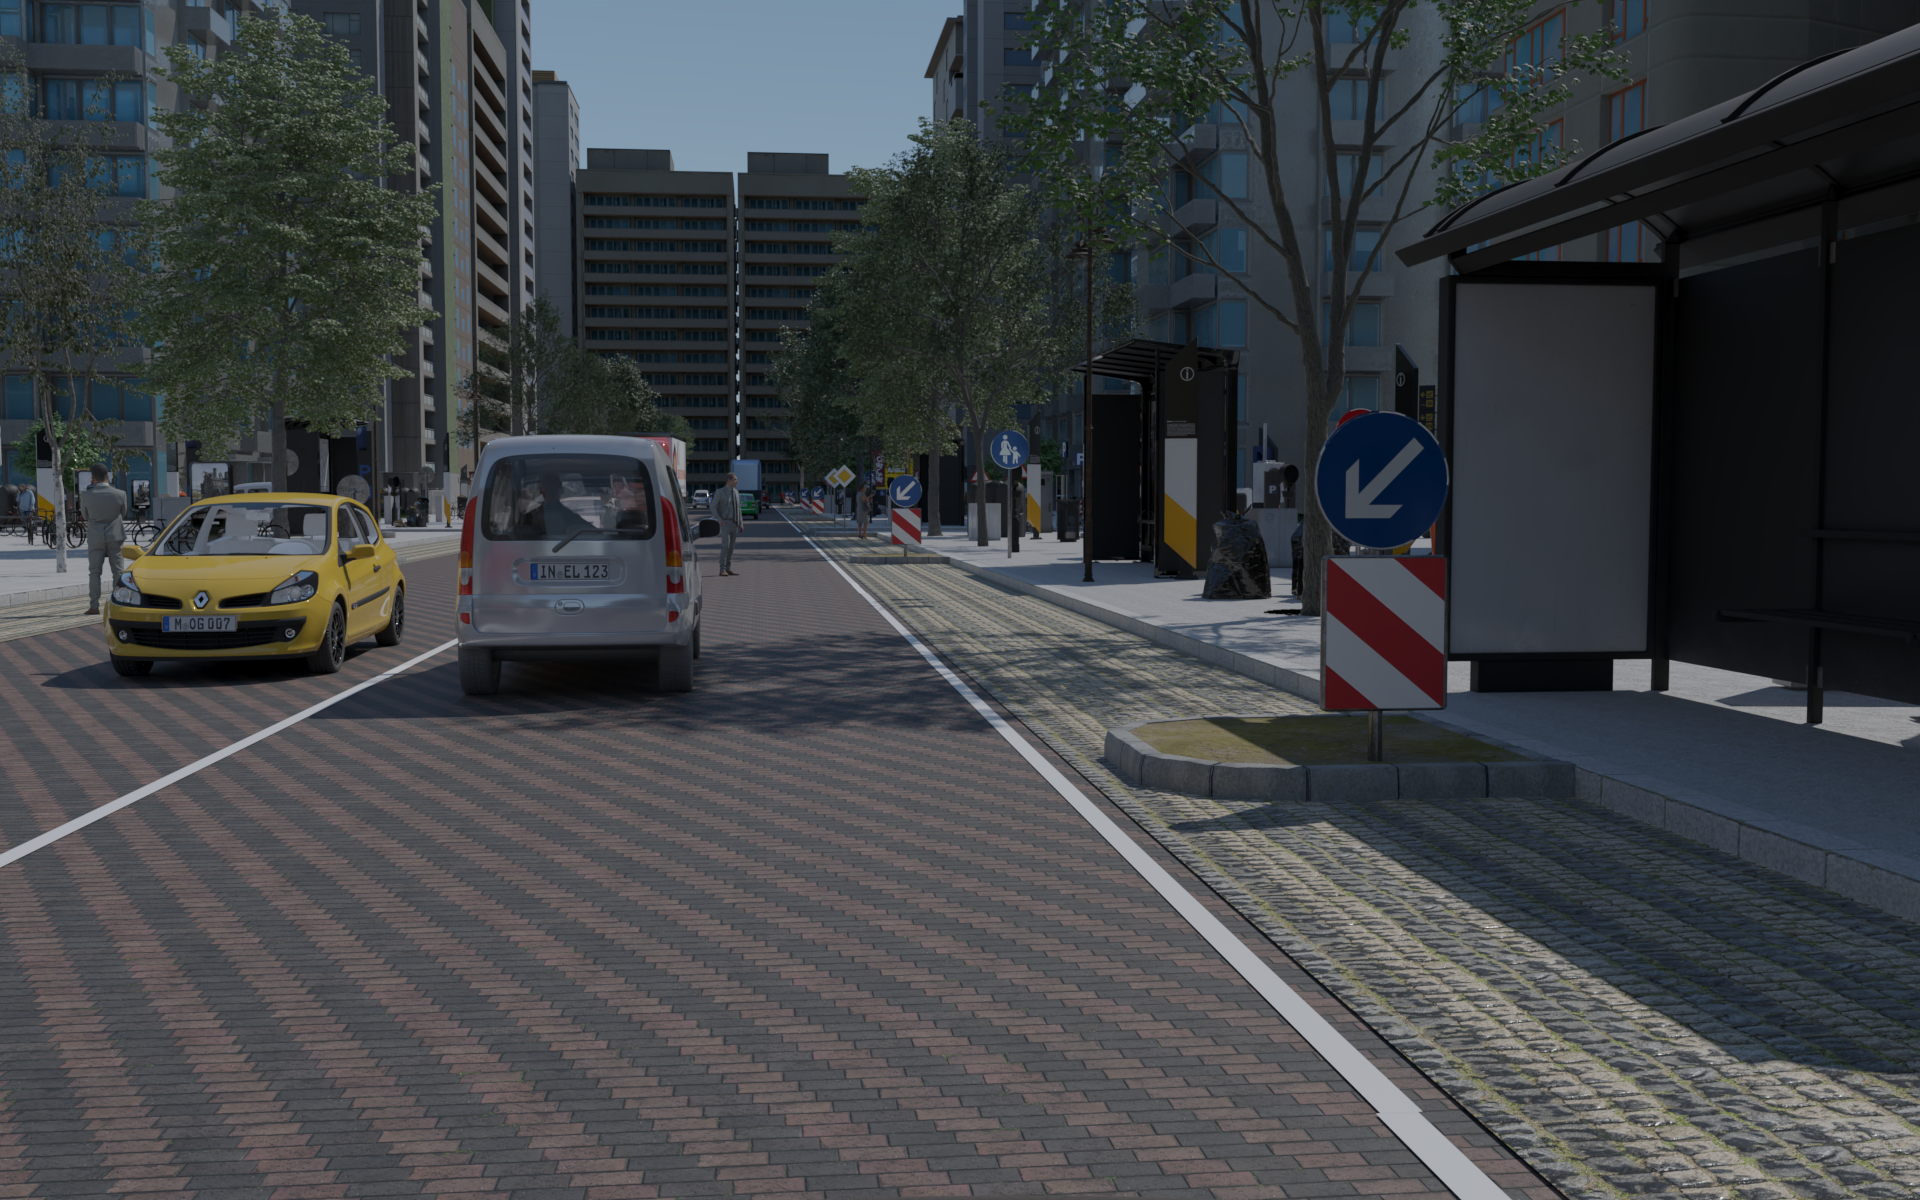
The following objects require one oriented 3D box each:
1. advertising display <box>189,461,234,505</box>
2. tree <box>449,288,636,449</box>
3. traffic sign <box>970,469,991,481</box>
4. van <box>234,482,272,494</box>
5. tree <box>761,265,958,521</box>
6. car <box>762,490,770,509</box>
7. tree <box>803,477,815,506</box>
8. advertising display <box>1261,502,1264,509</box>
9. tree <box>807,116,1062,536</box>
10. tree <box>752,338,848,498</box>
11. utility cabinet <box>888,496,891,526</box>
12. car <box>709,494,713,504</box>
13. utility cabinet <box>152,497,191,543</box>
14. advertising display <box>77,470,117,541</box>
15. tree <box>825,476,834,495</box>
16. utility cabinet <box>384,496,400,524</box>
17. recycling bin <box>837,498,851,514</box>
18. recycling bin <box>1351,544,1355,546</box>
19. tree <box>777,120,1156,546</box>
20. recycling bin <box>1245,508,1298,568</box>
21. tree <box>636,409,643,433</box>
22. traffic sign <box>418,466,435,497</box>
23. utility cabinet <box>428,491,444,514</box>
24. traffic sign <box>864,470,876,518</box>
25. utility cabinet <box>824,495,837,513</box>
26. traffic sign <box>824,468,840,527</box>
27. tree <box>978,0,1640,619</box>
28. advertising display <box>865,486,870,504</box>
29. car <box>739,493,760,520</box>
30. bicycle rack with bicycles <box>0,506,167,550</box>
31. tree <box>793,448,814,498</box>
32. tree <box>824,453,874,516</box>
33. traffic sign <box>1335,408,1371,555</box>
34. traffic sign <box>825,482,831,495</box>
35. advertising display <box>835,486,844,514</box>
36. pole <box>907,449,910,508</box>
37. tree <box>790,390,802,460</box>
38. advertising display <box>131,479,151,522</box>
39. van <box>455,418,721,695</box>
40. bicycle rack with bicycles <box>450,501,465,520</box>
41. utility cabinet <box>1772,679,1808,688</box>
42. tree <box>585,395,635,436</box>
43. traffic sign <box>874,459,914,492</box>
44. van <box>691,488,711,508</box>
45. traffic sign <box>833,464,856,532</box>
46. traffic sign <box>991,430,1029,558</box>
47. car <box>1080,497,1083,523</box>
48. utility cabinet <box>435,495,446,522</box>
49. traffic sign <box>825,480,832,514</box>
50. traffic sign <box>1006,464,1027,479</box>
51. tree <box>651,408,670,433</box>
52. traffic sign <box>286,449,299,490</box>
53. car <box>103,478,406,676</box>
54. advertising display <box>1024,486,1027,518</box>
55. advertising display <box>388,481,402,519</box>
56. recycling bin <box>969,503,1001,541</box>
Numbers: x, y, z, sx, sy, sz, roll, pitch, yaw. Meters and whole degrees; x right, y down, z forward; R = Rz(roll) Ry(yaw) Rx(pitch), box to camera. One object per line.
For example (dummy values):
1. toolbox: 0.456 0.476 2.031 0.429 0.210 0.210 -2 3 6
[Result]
1. advertising display: -14.812 -1.780 34.315 0.974 1.923 0.123 1 4 19
2. tree: -19.457 -8.781 77.984 7.601 10.594 8.767 0 4 1
3. traffic sign: 0.855 -4.458 72.890 0.884 2.594 0.081 0 4 0
4. van: -24.795 -3.242 60.022 4.112 2.044 2.013 0 4 -7
5. tree: -4.869 -10.227 84.217 9.611 12.733 9.660 0 3 0
6. car: -19.258 -9.591 165.480 2.281 1.827 5.304 0 4 -6
7. tree: -16.292 -11.783 187.253 1.663 3.219 1.824 0 3 0
8. advertising display: 10.373 -3.243 58.234 0.123 1.923 0.974 2 4 33
9. tree: -0.652 -8.201 52.208 7.486 12.596 7.792 0 3 0
10. tree: -18.258 -21.371 205.297 12.611 20.169 13.585 0 3 0
11. utility cabinet: -2.691 -3.610 70.187 0.306 1.237 1.020 -1 4 -13
12. car: -30.027 -12.377 211.946 1.945 1.707 3.694 0 4 -8
13. utility cabinet: -17.568 -1.693 38.849 0.306 1.237 1.020 2 4 26
14. advertising display: -23.588 -2.580 47.392 0.974 1.923 0.123 -2 4 -25
15. tree: -10.050 -11.290 134.959 4.360 8.622 3.978 0 3 0
16. utility cabinet: -24.216 -3.832 73.817 0.306 1.237 1.020 0 4 4
17. recycling bin: -7.676 -6.247 114.686 0.722 1.027 0.722 3 5 44
18. recycling bin: 10.067 -1.881 43.303 0.722 1.027 0.722 -1 4 -14
19. tree: 0.625 -6.617 42.604 8.767 10.594 7.601 0 4 6
20. recycling bin: 5.440 -1.087 30.323 0.722 1.027 0.722 -1 4 -14
21. tree: -23.203 -10.561 107.078 8.767 10.594 7.601 2 4 24
22. traffic sign: -24.423 -4.842 79.269 0.768 2.556 0.104 0 4 2
23. utility cabinet: -32.511 -6.058 107.719 0.318 1.500 1.173 2 4 28
24. traffic sign: -4.713 -5.649 92.472 0.768 2.556 0.104 0 4 3
25. utility cabinet: -8.636 -6.463 116.838 1.020 1.237 0.306 0 4 8
26. traffic sign: -4.817 -3.843 66.480 0.795 2.450 0.064 0 4 -7
27. tree: 3.827 -5.652 18.168 9.928 11.665 9.643 0 3 0
28. advertising display: -5.679 -6.264 107.628 0.974 1.923 0.123 0 4 3
29. car: -12.313 -5.458 98.036 1.959 1.807 4.718 0 4 -6
30. bicycle rack with bicycles: -20.374 -1.691 41.025 2.852 0.926 2.925 1 4 21
31. tree: -15.932 -14.245 183.266 4.737 8.622 4.395 0 3 0
32. tree: -6.334 -7.229 101.900 4.285 4.588 4.351 0 3 0
33. traffic sign: 5.947 -1.573 25.826 0.768 2.556 0.104 0 4 -2
34. traffic sign: -10.413 -8.496 139.019 0.768 2.556 0.104 0 4 -6
35. advertising display: -7.621 -6.404 109.913 0.123 1.923 0.974 2 4 27
36. pole: -2.339 -5.141 77.897 0.158 3.312 0.155 0 3 0
37. tree: -8.798 -12.780 127.083 7.486 12.596 7.792 0 3 0
38. advertising display: -36.247 -4.369 76.650 0.123 1.923 0.974 1 4 19
39. van: -2.927 -0.416 13.809 2.013 2.044 4.112 0 4 -7
40. bicycle rack with bicycles: -24.064 -4.391 85.168 2.852 0.926 2.925 1 4 11
41. utility cabinet: 6.005 -0.165 11.370 1.173 1.500 0.318 0 4 2
42. tree: -25.233 -10.586 123.446 4.360 8.622 3.978 0 3 0
43. traffic sign: -3.734 -6.351 97.717 2.265 3.308 0.079 0 4 -1
44. van: -26.845 -10.573 179.872 2.013 2.044 4.112 0 4 -5
45. traffic sign: -3.905 -3.358 58.547 0.795 2.450 0.064 0 4 -7
46. traffic sign: 0.992 -2.107 34.554 0.768 2.556 0.104 0 4 0
47. car: 6.977 -3.391 64.113 5.304 1.827 2.281 0 4 -5
48. utility cabinet: -23.896 -4.189 79.658 0.306 1.237 1.020 0 4 -6
49. traffic sign: -8.419 -6.920 113.247 0.768 2.556 0.104 0 4 -1
50. traffic sign: 2.021 -3.669 59.999 0.884 2.594 0.081 0 4 3
51. tree: -35.672 -17.410 210.416 9.928 11.665 9.643 0 3 0
52. traffic sign: -18.996 -2.976 48.765 0.768 2.556 0.104 0 4 1
53. car: -5.972 -0.289 14.948 2.015 1.641 3.980 0 4 -7
54. advertising display: 3.456 -5.322 92.232 0.974 1.923 0.123 1 4 17
55. advertising display: -28.184 -4.963 86.354 0.974 1.923 0.123 3 4 37
56. recycling bin: 0.682 -2.168 48.000 0.722 1.027 0.722 -1 4 -19
